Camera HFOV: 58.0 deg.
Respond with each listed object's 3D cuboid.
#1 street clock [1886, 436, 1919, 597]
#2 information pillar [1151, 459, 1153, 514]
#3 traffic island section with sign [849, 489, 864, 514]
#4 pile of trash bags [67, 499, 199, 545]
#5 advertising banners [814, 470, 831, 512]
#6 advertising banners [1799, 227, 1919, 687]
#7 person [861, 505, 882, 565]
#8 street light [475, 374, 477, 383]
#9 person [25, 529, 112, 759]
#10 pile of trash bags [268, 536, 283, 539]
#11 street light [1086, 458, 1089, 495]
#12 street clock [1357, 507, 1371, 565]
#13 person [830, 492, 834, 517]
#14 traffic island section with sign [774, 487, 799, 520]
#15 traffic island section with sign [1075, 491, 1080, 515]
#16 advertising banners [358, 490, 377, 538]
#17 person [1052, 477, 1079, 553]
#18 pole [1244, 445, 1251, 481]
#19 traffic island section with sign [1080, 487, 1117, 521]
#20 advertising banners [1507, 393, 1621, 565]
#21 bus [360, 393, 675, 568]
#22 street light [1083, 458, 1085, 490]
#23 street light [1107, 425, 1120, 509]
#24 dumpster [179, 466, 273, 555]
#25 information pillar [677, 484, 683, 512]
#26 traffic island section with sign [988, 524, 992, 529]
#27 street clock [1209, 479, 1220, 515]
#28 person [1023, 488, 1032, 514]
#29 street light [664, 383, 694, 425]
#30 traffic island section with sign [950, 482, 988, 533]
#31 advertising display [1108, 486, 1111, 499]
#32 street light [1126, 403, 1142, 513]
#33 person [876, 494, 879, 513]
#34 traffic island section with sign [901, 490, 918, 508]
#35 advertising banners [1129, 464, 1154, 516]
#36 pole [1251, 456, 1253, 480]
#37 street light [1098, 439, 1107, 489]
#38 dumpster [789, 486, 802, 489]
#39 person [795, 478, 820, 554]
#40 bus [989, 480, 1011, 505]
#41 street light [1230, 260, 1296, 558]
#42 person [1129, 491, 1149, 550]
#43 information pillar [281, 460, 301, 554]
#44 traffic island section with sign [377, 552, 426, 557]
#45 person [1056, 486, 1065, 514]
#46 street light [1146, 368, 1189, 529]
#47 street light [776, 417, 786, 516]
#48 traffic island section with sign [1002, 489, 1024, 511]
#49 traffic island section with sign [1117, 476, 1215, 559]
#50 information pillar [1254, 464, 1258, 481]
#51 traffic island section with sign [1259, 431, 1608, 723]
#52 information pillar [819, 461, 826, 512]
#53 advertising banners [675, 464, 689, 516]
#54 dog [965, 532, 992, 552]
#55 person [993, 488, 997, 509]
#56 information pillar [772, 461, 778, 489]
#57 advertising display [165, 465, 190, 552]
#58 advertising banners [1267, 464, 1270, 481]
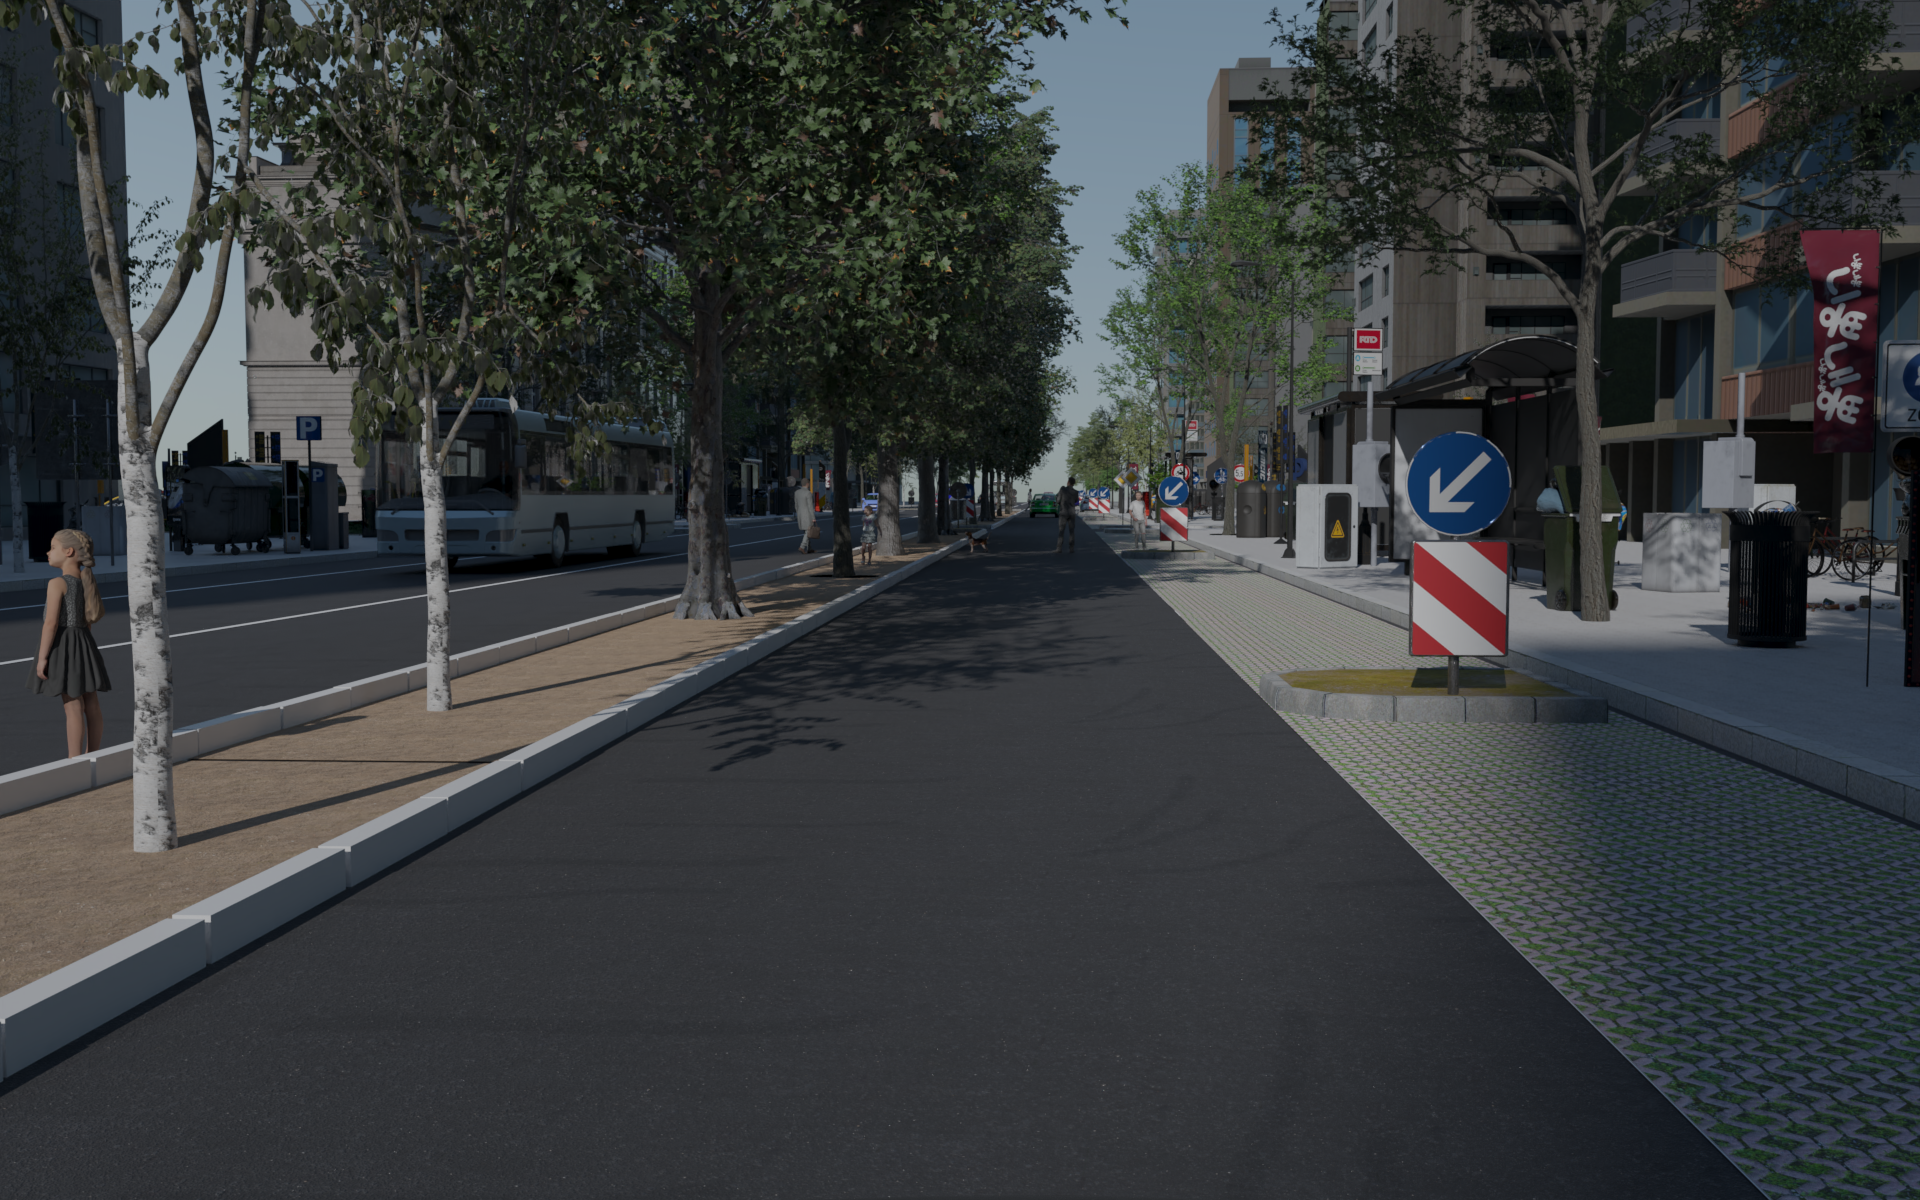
[{"bbox_3d":[11.849,-1.045,21.661,0.471,2.002,0.358,1,4,13],"label":"street clock"},{"bbox_3d":[12.640,-7.513,114.193,0.183,3.616,0.504,-1,4,-9],"label":"information pillar"},{"bbox_3d":[-7.572,-6.967,122.532,1.989,1.847,2.006,0,4,3],"label":"traffic island section with sign"},{"bbox_3d":[-20.441,-2.031,42.959,3.447,1.369,1.912,0,4,-8],"label":"pile of trash bags"},{"bbox_3d":[-10.394,-7.949,126.157,2.074,3.025,0.090,0,4,-7],"label":"advertising banners"},{"bbox_3d":[6.554,-0.931,11.405,2.074,3.025,0.090,0,4,4],"label":"advertising banners"},{"bbox_3d":[-1.780,-1.300,34.771,0.505,1.210,0.382,1,4,17],"label":"person"},{"bbox_3d":[-13.108,-4.668,48.860,1.470,5.913,1.316,0,4,3],"label":"street light"},{"bbox_3d":[-4.533,0.268,8.781,0.373,1.253,0.362,1,4,10],"label":"person"},{"bbox_3d":[-20.386,-2.497,50.572,1.912,1.369,3.447,-2,4,-33],"label":"pile of trash bags"},{"bbox_3d":[15.018,-13.477,192.883,1.470,5.913,1.316,0,4,3],"label":"street light"},{"bbox_3d":[7.345,-1.640,31.383,0.358,2.002,0.471,-2,4,-26],"label":"street clock"},{"bbox_3d":[-7.837,-6.141,108.769,0.638,1.841,0.748,0,4,2],"label":"person"},{"bbox_3d":[-9.096,-5.301,95.304,1.989,1.847,2.006,0,4,3],"label":"traffic island section with sign"},{"bbox_3d":[9.181,-6.867,120.899,1.989,1.847,2.006,0,4,3],"label":"traffic island section with sign"},{"bbox_3d":[-16.705,-3.365,51.205,2.074,3.025,0.090,-1,4,-22],"label":"advertising banners"},{"bbox_3d":[2.589,-2.089,42.462,0.655,1.846,0.447,-1,4,-14],"label":"person"},{"bbox_3d":[11.807,-4.749,71.487,0.158,3.312,0.155,0,3,0],"label":"pole"},{"bbox_3d":[7.673,-5.212,93.841,1.989,1.847,2.006,0,4,3],"label":"traffic island section with sign"},{"bbox_3d":[10.499,-2.078,30.166,2.074,3.025,0.090,0,4,-4],"label":"advertising banners"},{"bbox_3d":[-8.786,-2.538,36.350,2.948,3.499,13.247,0,4,4],"label":"bus"},{"bbox_3d":[16.583,-15.280,222.366,1.470,5.913,1.316,0,4,3],"label":"street light"},{"bbox_3d":[10.835,-8.833,116.954,1.470,5.913,1.316,0,4,3],"label":"street light"},{"bbox_3d":[-15.605,-1.901,36.843,1.264,1.857,1.865,0,4,3],"label":"dumpster"},{"bbox_3d":[-19.579,-7.130,121.063,0.304,2.012,0.304,-2,4,-35],"label":"information pillar"},{"bbox_3d":[0.315,-3.895,71.812,2.006,1.907,1.989,0,4,3],"label":"traffic island section with sign"},{"bbox_3d":[12.489,-4.926,85.109,0.471,2.002,0.358,2,4,29],"label":"street clock"},{"bbox_3d":[4.984,-7.188,125.872,0.795,1.843,0.661,0,4,7],"label":"person"},{"bbox_3d":[-11.807,-6.119,72.586,1.470,5.913,1.316,0,4,3],"label":"street light"},{"bbox_3d":[-0.107,-3.442,64.417,2.006,1.907,1.989,0,4,3],"label":"traffic island section with sign"},{"bbox_3d":[12.296,-8.413,142.761,0.123,1.923,0.974,0,4,-1],"label":"advertising display"},{"bbox_3d":[9.125,-7.057,87.923,1.470,5.913,1.316,0,4,3],"label":"street light"},{"bbox_3d":[-6.056,-7.482,131.007,0.537,1.800,0.526,2,4,33],"label":"person"},{"bbox_3d":[-4.797,-10.013,172.342,1.989,1.847,2.006,0,4,3],"label":"traffic island section with sign"},{"bbox_3d":[10.781,-6.337,99.791,2.074,3.025,0.090,0,4,-1],"label":"advertising banners"},{"bbox_3d":[15.434,-5.990,91.775,0.158,3.312,0.155,0,3,0],"label":"pole"},{"bbox_3d":[12.358,-10.648,146.631,1.470,5.913,1.316,0,4,3],"label":"street light"},{"bbox_3d":[-11.542,-7.114,122.077,1.264,1.857,1.865,0,4,3],"label":"dumpster"},{"bbox_3d":[-3.650,-2.011,41.481,0.694,1.812,0.767,3,5,45],"label":"person"},{"bbox_3d":[5.149,-13.553,216.451,2.948,3.499,13.247,0,4,2],"label":"bus"},{"bbox_3d":[6.069,-3.795,34.581,1.470,5.913,1.316,0,4,3],"label":"street light"},{"bbox_3d":[4.464,-1.946,42.905,0.523,1.515,0.503,3,5,40],"label":"person"},{"bbox_3d":[-14.360,-2.000,37.185,0.304,2.012,0.304,-2,4,-32],"label":"information pillar"},{"bbox_3d":[-12.175,-1.926,40.114,1.989,1.847,2.006,0,4,3],"label":"traffic island section with sign"},{"bbox_3d":[4.439,-4.023,74.524,0.600,1.795,0.529,1,4,9],"label":"person"},{"bbox_3d":[7.695,-5.570,63.617,1.470,5.913,1.316,0,4,3],"label":"street light"},{"bbox_3d":[-10.195,-7.942,102.393,1.470,5.913,1.316,0,4,3],"label":"street light"},{"bbox_3d":[4.489,-8.483,146.835,2.006,1.907,1.989,0,4,3],"label":"traffic island section with sign"},{"bbox_3d":[4.609,-1.837,38.667,1.989,1.847,2.006,0,4,3],"label":"traffic island section with sign"},{"bbox_3d":[23.029,-8.748,134.389,0.504,3.616,0.183,-1,4,-12],"label":"information pillar"},{"bbox_3d":[3.093,-0.191,11.755,1.989,1.847,2.006,0,4,3],"label":"traffic island section with sign"},{"bbox_3d":[-9.627,-7.929,120.996,0.504,3.616,0.183,0,4,5],"label":"information pillar"},{"bbox_3d":[-15.872,-6.411,101.000,2.074,3.025,0.090,-2,4,-26],"label":"advertising banners"},{"bbox_3d":[0.446,-1.428,42.631,0.540,0.507,0.406,-2,4,-32],"label":"dog"},{"bbox_3d":[1.991,-6.078,107.715,0.661,1.843,0.795,0,4,-8],"label":"person"},{"bbox_3d":[-13.095,-8.040,122.815,0.504,3.616,0.183,0,4,2],"label":"information pillar"},{"bbox_3d":[-17.458,-2.047,38.682,0.974,1.923,0.123,3,5,42],"label":"advertising display"},{"bbox_3d":[17.398,-6.368,100.304,2.074,3.025,0.090,-3,4,-38],"label":"advertising banners"}]
